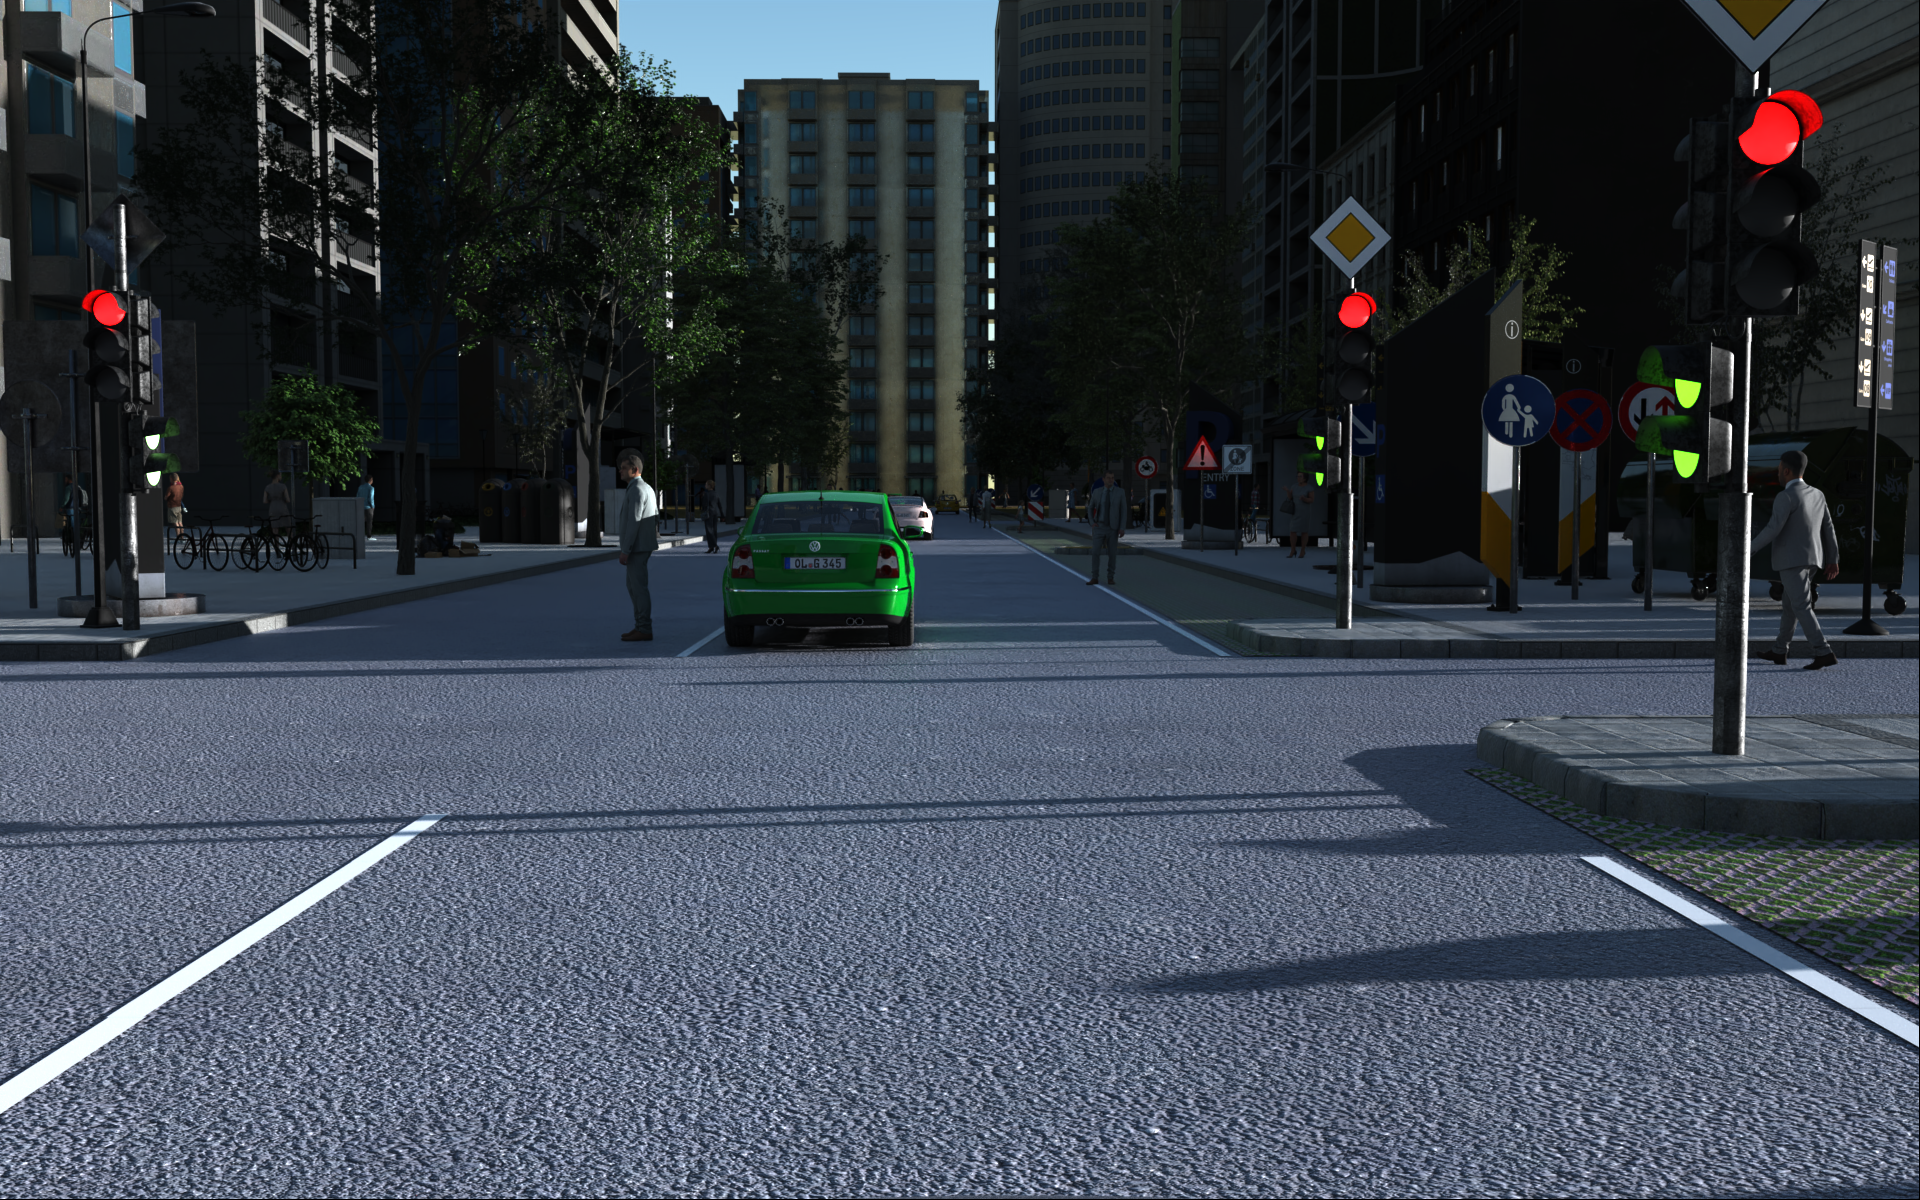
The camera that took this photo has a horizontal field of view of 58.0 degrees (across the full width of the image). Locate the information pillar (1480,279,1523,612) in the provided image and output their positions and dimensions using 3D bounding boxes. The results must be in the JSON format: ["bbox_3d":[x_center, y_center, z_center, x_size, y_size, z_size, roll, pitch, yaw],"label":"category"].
[{"bbox_3d":[5.911,-1.684,18.889,0.504,3.616,0.183,-2,4,-28],"label":"information pillar"}]

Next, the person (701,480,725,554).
[{"bbox_3d":[-5.968,-2.016,41.876,0.534,1.772,0.576,1,4,17],"label":"person"}]

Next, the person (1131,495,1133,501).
[{"bbox_3d":[15.655,-9.309,158.688,0.568,1.767,0.683,-3,4,-36],"label":"person"}]

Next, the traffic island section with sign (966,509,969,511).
[{"bbox_3d":[1.506,-8.368,145.440,1.989,1.847,2.006,0,4,-1],"label":"traffic island section with sign"}]

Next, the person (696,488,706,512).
[{"bbox_3d":[-18.937,-7.375,127.326,1.217,1.736,0.721,3,5,41],"label":"person"}]

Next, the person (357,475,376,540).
[{"bbox_3d":[-16.556,-2.572,48.111,0.660,1.820,0.620,1,4,23],"label":"person"}]

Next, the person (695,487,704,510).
[{"bbox_3d":[-20.852,-8.190,139.904,1.348,1.831,0.705,0,4,-2],"label":"person"}]

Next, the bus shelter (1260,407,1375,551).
[{"bbox_3d":[8.374,-2.798,39.666,2.014,3.302,5.546,0,4,-1],"label":"bus shelter"}]

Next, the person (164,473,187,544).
[{"bbox_3d":[-20.427,-2.391,45.105,0.573,1.828,0.580,-3,4,-39],"label":"person"}]

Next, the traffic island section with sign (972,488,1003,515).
[{"bbox_3d":[1.969,-6.708,118.302,1.989,1.847,2.006,0,4,-1],"label":"traffic island section with sign"}]

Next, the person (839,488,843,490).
[{"bbox_3d":[-5.400,-4.281,79.249,0.760,1.731,0.466,-2,4,-25],"label":"person"}]

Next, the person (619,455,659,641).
[{"bbox_3d":[-3.150,-0.510,16.942,0.391,1.810,0.635,0,4,-6],"label":"person"}]

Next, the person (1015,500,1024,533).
[{"bbox_3d":[2.154,-3.020,62.900,0.382,1.210,0.505,0,4,-4],"label":"person"}]

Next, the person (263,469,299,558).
[{"bbox_3d":[-13.590,-1.729,34.658,0.599,1.781,0.374,0,4,-6],"label":"person"}]

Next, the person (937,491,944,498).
[{"bbox_3d":[-1.397,-8.277,144.616,1.217,1.735,0.721,0,4,-1],"label":"person"}]

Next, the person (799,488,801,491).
[{"bbox_3d":[-11.826,-7.424,127.971,0.434,1.755,0.990,-1,4,-22],"label":"person"}]

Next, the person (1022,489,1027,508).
[{"bbox_3d":[5.670,-8.507,145.841,1.217,1.735,0.721,3,4,38],"label":"person"}]

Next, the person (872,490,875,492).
[{"bbox_3d":[-6.319,-7.288,128.379,0.721,1.735,1.217,1,4,14],"label":"person"}]

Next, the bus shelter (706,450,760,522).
[{"bbox_3d":[-10.627,-5.366,81.658,2.014,3.302,5.546,0,4,-1],"label":"bus shelter"}]

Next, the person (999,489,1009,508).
[{"bbox_3d":[3.946,-9.096,155.478,1.217,1.735,0.721,3,5,43],"label":"person"}]

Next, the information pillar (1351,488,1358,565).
[{"bbox_3d":[7.045,-1.622,31.007,0.304,2.012,0.304,1,4,10],"label":"information pillar"}]

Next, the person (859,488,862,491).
[{"bbox_3d":[-5.589,-5.587,100.380,0.750,1.759,0.617,2,4,25],"label":"person"}]

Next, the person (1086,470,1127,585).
[{"bbox_3d":[2.314,-1.147,27.350,0.635,1.810,0.391,0,4,5],"label":"person"}]

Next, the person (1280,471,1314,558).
[{"bbox_3d":[6.721,-1.734,34.748,0.716,1.782,0.532,3,4,37],"label":"person"}]

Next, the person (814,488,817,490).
[{"bbox_3d":[-10.257,-7.147,123.603,1.217,1.736,0.721,3,5,44],"label":"person"}]

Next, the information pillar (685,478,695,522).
[{"bbox_3d":[-12.397,-4.589,79.522,0.304,2.012,0.304,2,4,31],"label":"information pillar"}]

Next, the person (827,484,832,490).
[{"bbox_3d":[-5.028,-3.524,66.087,0.622,1.834,0.822,-1,4,-12],"label":"person"}]

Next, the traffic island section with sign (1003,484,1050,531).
[{"bbox_3d":[2.817,-3.646,68.238,1.989,1.847,2.006,0,4,-1],"label":"traffic island section with sign"}]

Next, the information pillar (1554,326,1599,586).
[{"bbox_3d":[8.628,-2.010,24.213,0.504,3.616,0.183,0,4,7],"label":"information pillar"}]

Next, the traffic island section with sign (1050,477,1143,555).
[{"bbox_3d":[3.278,-1.997,41.286,1.989,1.847,2.006,0,4,-1],"label":"traffic island section with sign"}]

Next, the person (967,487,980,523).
[{"bbox_3d":[0.725,-4.804,87.229,0.709,1.800,0.728,1,4,22],"label":"person"}]

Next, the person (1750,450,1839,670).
[{"bbox_3d":[6.918,-0.339,14.323,0.678,1.792,0.850,-2,4,-28],"label":"person"}]

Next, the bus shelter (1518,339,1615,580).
[{"bbox_3d":[8.948,-2.309,29.040,1.731,3.624,6.357,0,4,-1],"label":"bus shelter"}]

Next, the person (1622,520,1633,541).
[{"bbox_3d":[19.159,-2.562,48.156,1.509,1.804,0.699,0,4,-8],"label":"person"}]

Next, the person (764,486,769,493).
[{"bbox_3d":[-13.343,-6.892,118.692,0.705,1.831,1.348,2,4,24],"label":"person"}]

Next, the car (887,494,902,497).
[{"bbox_3d":[-6.101,-9.318,161.152,1.959,1.807,4.718,0,4,1],"label":"car"}]

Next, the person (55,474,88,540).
[{"bbox_3d":[-23.885,-2.476,46.512,0.713,1.824,0.794,2,4,30],"label":"person"}]

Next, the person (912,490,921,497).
[{"bbox_3d":[-3.276,-7.247,127.816,1.217,1.723,0.721,-1,4,-15],"label":"person"}]

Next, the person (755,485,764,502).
[{"bbox_3d":[-11.753,-5.871,101.906,0.599,1.838,0.709,-1,4,-11],"label":"person"}]

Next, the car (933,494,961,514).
[{"bbox_3d":[-0.918,-6.907,123.150,2.015,1.641,3.980,0,4,-1],"label":"car"}]

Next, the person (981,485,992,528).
[{"bbox_3d":[1.139,-3.897,72.441,0.478,1.798,0.641,-1,4,-17],"label":"person"}]

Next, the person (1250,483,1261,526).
[{"bbox_3d":[11.736,-3.802,69.037,0.643,1.720,0.563,0,4,-6],"label":"person"}]

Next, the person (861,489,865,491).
[{"bbox_3d":[-5.305,-5.323,96.352,1.217,1.723,0.721,3,5,44],"label":"person"}]

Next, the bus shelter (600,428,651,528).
[{"bbox_3d":[-12.785,-4.463,64.246,1.731,3.624,6.357,0,4,-1],"label":"bus shelter"}]

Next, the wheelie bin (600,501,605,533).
[{"bbox_3d":[-11.589,-3.032,57.476,0.693,1.594,0.980,-2,4,-34],"label":"wheelie bin"}]

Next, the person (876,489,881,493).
[{"bbox_3d":[-4.785,-5.790,103.885,0.721,1.735,1.217,1,4,22],"label":"person"}]

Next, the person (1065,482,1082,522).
[{"bbox_3d":[5.130,-4.431,78.577,0.778,1.811,0.616,-1,4,-12],"label":"person"}]

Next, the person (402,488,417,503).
[{"bbox_3d":[-20.361,-3.543,64.060,0.616,1.811,0.778,1,4,20],"label":"person"}]
